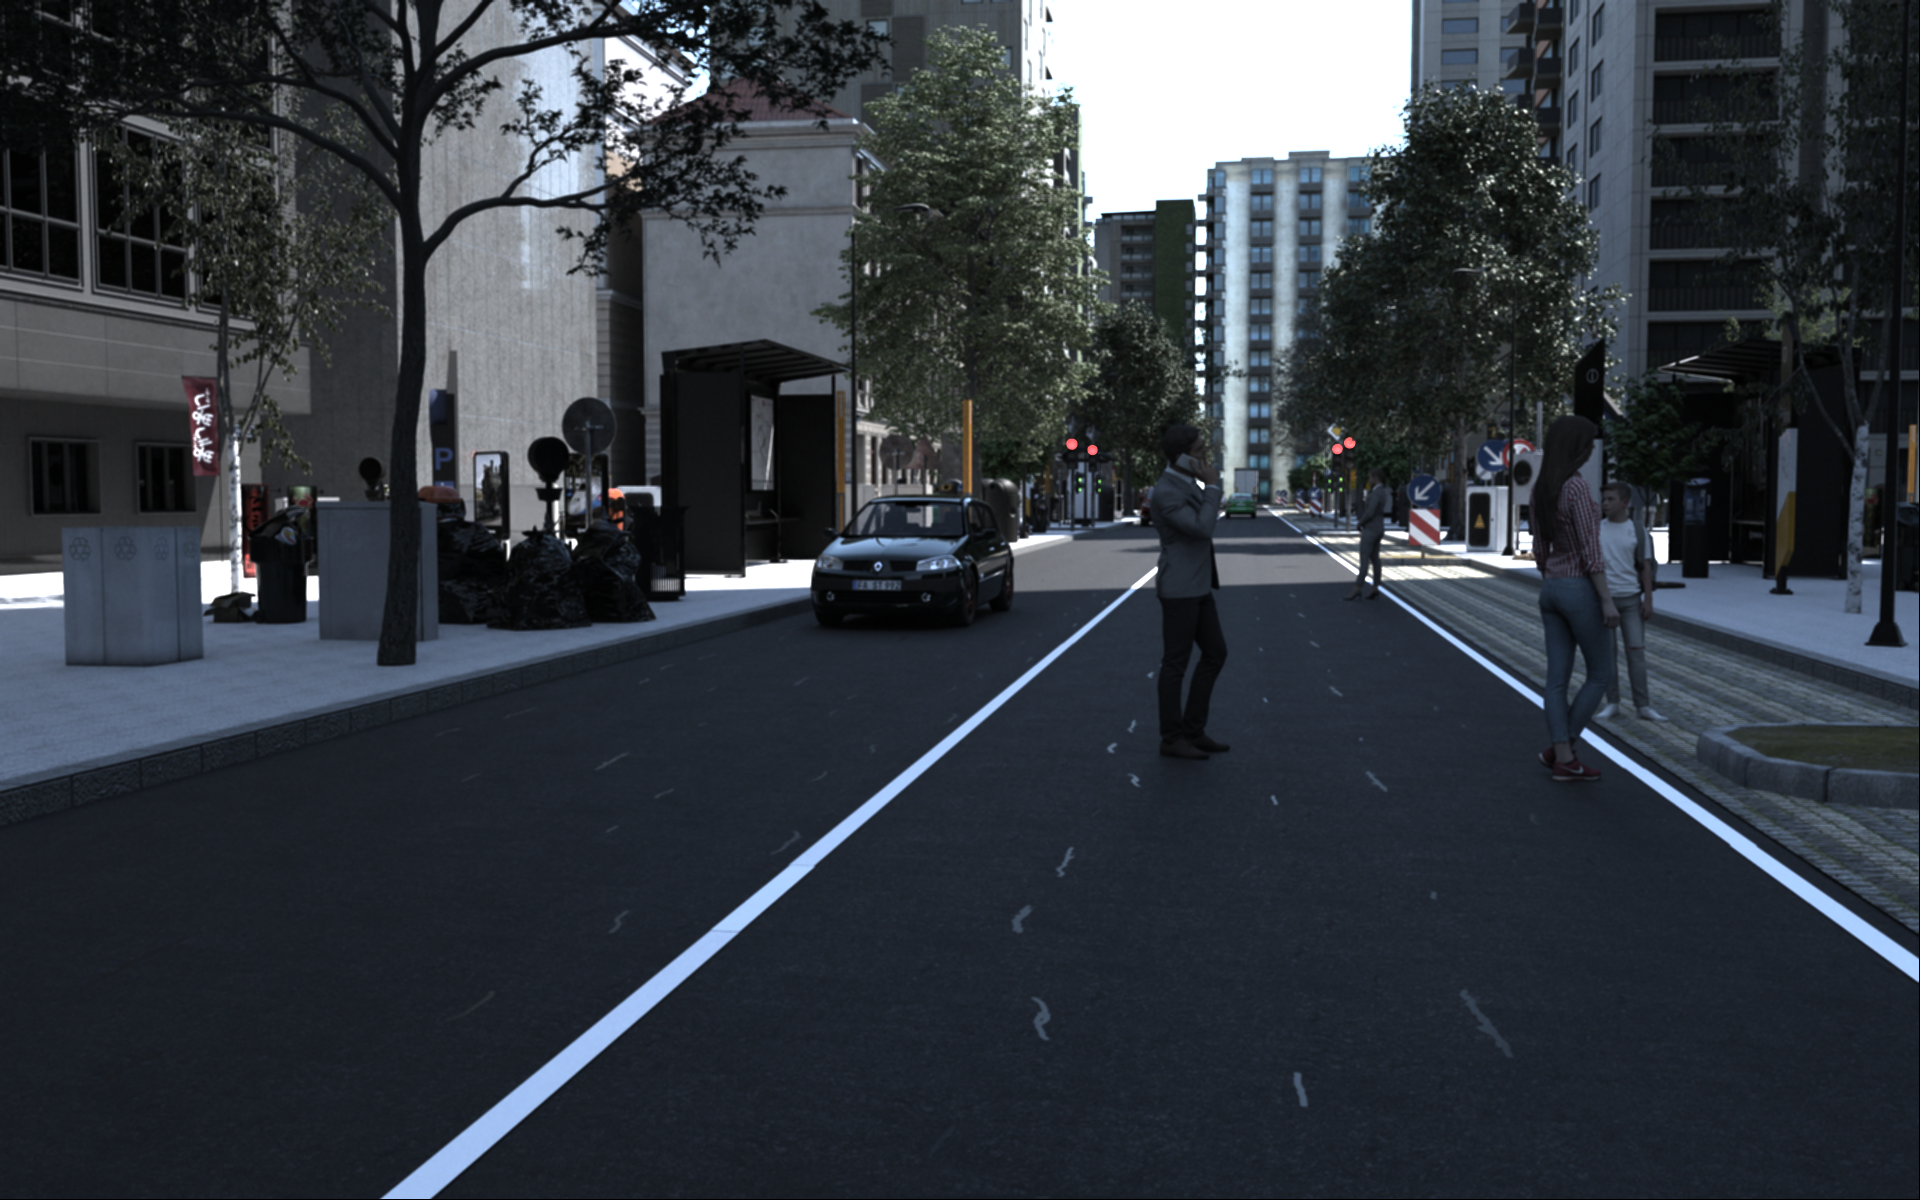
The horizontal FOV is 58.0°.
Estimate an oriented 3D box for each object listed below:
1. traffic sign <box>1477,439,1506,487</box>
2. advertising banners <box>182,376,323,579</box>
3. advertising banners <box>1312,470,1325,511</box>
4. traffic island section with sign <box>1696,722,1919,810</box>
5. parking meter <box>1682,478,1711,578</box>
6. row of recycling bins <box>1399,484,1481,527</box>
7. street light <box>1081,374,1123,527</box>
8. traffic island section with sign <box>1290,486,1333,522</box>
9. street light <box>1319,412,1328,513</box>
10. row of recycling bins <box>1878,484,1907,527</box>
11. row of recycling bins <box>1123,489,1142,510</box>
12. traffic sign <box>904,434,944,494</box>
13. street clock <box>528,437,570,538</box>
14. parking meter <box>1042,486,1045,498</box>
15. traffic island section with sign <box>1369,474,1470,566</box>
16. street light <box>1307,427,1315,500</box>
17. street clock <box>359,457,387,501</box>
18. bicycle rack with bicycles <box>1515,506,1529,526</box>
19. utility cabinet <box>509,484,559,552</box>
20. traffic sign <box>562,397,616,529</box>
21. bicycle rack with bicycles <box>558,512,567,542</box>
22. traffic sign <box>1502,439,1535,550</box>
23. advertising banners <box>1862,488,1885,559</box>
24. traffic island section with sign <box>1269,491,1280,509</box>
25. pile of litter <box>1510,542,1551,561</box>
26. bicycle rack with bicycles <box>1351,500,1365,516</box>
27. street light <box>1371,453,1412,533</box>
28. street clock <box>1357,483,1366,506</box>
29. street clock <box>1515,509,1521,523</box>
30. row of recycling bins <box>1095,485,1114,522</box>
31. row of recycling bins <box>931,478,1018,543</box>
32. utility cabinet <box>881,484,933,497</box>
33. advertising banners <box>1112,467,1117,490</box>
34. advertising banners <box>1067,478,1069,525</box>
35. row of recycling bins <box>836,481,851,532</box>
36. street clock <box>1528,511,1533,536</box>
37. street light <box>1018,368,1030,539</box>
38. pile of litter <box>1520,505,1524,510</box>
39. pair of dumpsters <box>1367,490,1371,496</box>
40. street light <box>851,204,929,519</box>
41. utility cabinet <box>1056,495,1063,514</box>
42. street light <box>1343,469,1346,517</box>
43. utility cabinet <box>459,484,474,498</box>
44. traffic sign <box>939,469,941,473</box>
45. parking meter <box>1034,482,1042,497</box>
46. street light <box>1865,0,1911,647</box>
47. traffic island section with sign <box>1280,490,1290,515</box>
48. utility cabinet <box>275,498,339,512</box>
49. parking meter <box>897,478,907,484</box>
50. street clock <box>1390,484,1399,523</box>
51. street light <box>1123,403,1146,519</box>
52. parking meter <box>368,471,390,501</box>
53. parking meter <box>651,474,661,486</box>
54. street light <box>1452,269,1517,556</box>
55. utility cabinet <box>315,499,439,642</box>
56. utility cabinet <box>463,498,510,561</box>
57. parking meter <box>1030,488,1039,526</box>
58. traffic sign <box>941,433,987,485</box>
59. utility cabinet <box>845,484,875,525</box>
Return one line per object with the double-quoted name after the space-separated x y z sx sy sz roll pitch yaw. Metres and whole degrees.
12.430 -2.465 40.403 0.768 2.556 0.104 1 4 13 "traffic sign"
-10.730 -1.845 26.355 2.074 3.025 0.090 -3 5 -42 "advertising banners"
26.186 -7.925 125.768 0.090 3.025 2.074 -2 4 -25 "advertising banners"
4.852 0.000 8.635 1.989 1.847 2.006 1 4 9 "traffic island section with sign"
11.286 -1.109 26.541 0.372 1.533 0.369 0 3 0 "parking meter"
18.780 -3.704 67.674 3.534 1.692 1.069 -1 4 -15 "row of recycling bins"
5.408 -5.785 67.133 1.470 5.913 1.316 1 4 9 "street light"
18.343 -4.982 90.075 1.989 1.847 2.006 1 4 9 "traffic island section with sign"
20.921 -7.595 96.715 1.470 5.913 1.316 1 4 9 "street light"
36.046 -3.769 68.737 3.534 1.692 1.069 2 4 32 "row of recycling bins"
14.614 -7.953 137.136 3.534 1.692 1.069 1 4 22 "row of recycling bins"
-0.775 -2.287 37.397 0.884 2.594 0.081 1 4 13 "traffic sign"
-5.223 -1.068 22.035 0.471 2.002 0.358 -2 4 -35 "street clock"
6.073 -7.443 127.396 0.255 1.863 0.399 1 4 15 "parking meter"
9.254 -1.627 35.230 1.989 1.847 2.006 1 4 9 "traffic island section with sign"
24.386 -8.892 117.929 1.470 5.913 1.316 1 4 9 "street light"
-11.591 -1.814 34.229 0.471 2.002 0.358 0 4 7 "street clock"
22.330 -3.533 71.143 2.925 0.926 2.852 -1 4 -11 "bicycle rack with bicycles"
-9.305 -1.762 37.481 1.173 1.500 0.318 0 4 2 "utility cabinet"
-4.887 -1.387 22.789 0.768 2.556 0.104 1 4 13 "traffic sign"
-9.000 -1.761 42.175 2.852 0.926 2.925 -1 4 -17 "bicycle rack with bicycles"
12.858 -2.433 39.885 0.768 2.556 0.104 1 4 12 "traffic sign"
17.588 -2.360 34.774 0.090 3.025 2.074 -2 4 -34 "advertising banners"
30.953 -9.637 166.198 1.989 1.847 2.006 1 4 9 "traffic island section with sign"
11.418 -1.180 33.260 1.176 0.858 1.719 -2 4 -26 "pile of litter"
23.566 -5.285 99.795 2.852 0.926 2.925 -3 5 -44 "bicycle rack with bicycles"
14.394 -5.192 57.432 1.470 5.913 1.316 1 4 9 "street light"
21.160 -5.305 91.312 0.358 2.002 0.471 -1 4 -22 "street clock"
25.136 -4.493 78.024 0.358 2.002 0.471 -3 4 -38 "street clock"
6.486 -4.564 81.732 1.069 1.692 3.534 -1 4 -11 "row of recycling bins"
0.490 -2.434 46.916 1.069 1.692 3.534 -2 4 -28 "row of recycling bins"
-1.174 -1.824 38.501 1.173 1.500 0.318 2 4 31 "utility cabinet"
8.918 -6.919 109.314 2.074 3.025 0.090 1 4 16 "advertising banners"
4.445 -4.596 71.338 0.090 3.025 2.074 0 4 5 "advertising banners"
-3.728 -2.869 54.014 1.069 1.692 3.534 0 4 1 "row of recycling bins"
17.681 -2.993 53.502 0.471 2.002 0.358 1 4 20 "street clock"
2.357 -4.686 49.160 1.470 5.913 1.316 1 4 9 "street light"
31.724 -5.182 98.683 1.176 0.858 1.719 0 4 -8 "pile of litter"
27.478 -6.756 112.957 1.574 2.255 4.437 1 4 10 "pair of dumpsters"
-1.186 -3.389 27.958 1.470 5.913 1.316 1 4 9 "street light"
4.794 -4.358 82.412 0.306 1.237 1.020 1 4 13 "utility cabinet"
17.339 -6.274 75.126 1.470 5.913 1.316 1 4 9 "street light"
-10.496 -1.734 37.037 1.173 1.500 0.318 2 4 29 "utility cabinet"
-0.344 -3.571 58.492 0.768 2.556 0.104 1 4 17 "traffic sign"
3.791 -4.939 86.463 0.255 1.863 0.399 -1 4 -14 "parking meter"
7.330 -2.573 14.617 1.470 5.913 1.316 1 4 9 "street light"
22.755 -6.608 116.668 1.989 1.847 2.006 1 4 9 "traffic island section with sign"
-11.088 -1.119 29.453 0.306 1.237 1.020 3 5 40 "utility cabinet"
-2.111 -3.400 61.305 0.399 1.863 0.255 -2 4 -33 "parking meter"
18.957 -4.344 75.598 0.358 2.002 0.471 3 4 37 "street clock"
8.780 -7.084 88.363 1.470 5.913 1.316 1 4 9 "street light"
-12.333 -1.900 36.782 0.399 1.863 0.255 1 4 13 "parking meter"
-8.990 -2.801 51.514 0.399 1.863 0.255 2 4 26 "parking meter"
10.858 -3.870 35.821 1.470 5.913 1.316 1 4 9 "street light"
-5.128 -0.251 15.269 1.020 1.237 0.306 1 4 13 "utility cabinet"
-7.971 -1.065 28.567 1.020 1.237 0.306 0 3 0 "utility cabinet"
3.003 -3.748 69.684 0.372 1.533 0.369 0 3 0 "parking meter"
0.461 -3.881 57.331 2.265 3.308 0.079 1 4 16 "traffic sign"
-2.229 -1.766 37.555 0.318 1.500 1.173 -2 4 -31 "utility cabinet"
